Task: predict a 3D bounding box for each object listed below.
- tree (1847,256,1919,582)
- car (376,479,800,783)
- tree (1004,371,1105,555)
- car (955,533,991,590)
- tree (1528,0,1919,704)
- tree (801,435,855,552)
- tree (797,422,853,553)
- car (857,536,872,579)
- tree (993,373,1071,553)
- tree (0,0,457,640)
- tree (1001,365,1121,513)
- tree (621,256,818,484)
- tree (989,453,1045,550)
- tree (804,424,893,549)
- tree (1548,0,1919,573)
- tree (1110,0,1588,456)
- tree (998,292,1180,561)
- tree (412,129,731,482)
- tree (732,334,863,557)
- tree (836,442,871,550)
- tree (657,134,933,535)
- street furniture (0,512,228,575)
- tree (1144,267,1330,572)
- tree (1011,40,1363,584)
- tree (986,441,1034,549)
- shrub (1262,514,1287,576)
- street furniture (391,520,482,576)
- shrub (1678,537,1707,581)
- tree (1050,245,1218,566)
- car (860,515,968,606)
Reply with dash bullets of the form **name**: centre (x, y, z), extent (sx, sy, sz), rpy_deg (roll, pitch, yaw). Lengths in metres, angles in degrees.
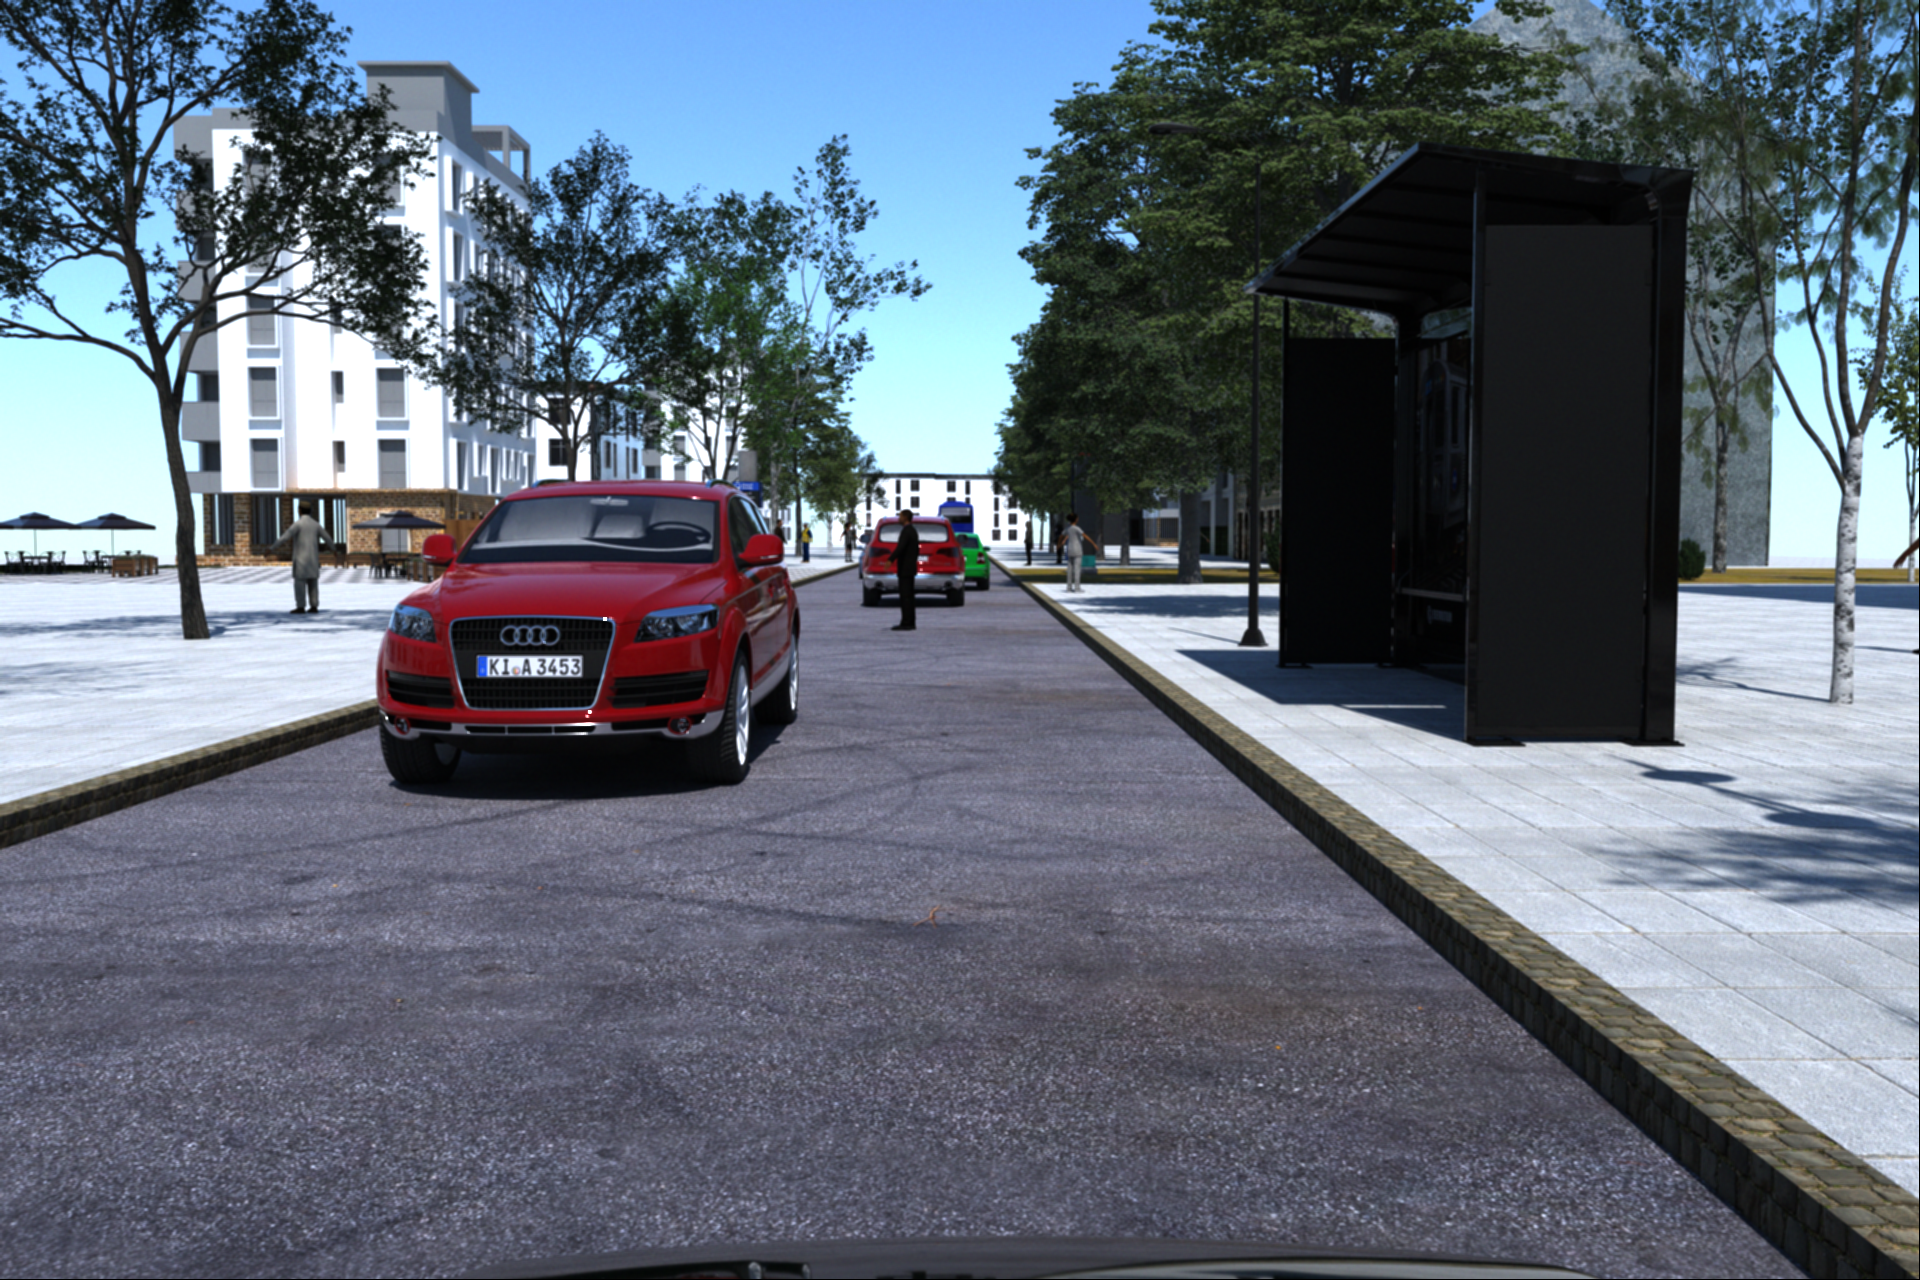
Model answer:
- **tree**: centre (25.545, -5.841, 45.861), extent (4.737, 8.622, 4.395), rpy_deg (0, 3, 0)
- **car**: centre (-2.255, -0.182, 11.642), extent (2.281, 1.827, 5.304), rpy_deg (0, 3, 0)
- **tree**: centre (6.371, -11.450, 105.339), extent (7.486, 12.596, 7.792), rpy_deg (0, 3, 0)
- **car**: centre (-0.153, -2.245, 45.499), extent (1.959, 1.807, 4.718), rpy_deg (0, 4, -1)
- **tree**: centre (6.685, -3.810, 12.655), extent (4.360, 8.622, 3.978), rpy_deg (0, 3, 0)
- **tree**: centre (-9.071, -10.443, 121.099), extent (4.737, 8.622, 4.395), rpy_deg (0, 3, 0)
- **tree**: centre (-8.606, -10.005, 113.952), extent (4.360, 8.622, 3.978), rpy_deg (0, 3, 0)
- **car**: centre (-2.359, -2.746, 56.905), extent (2.014, 1.417, 4.499), rpy_deg (0, 3, 0)
- **tree**: centre (5.686, -12.041, 115.002), extent (7.486, 12.596, 7.792), rpy_deg (0, 3, 0)
- **tree**: centre (-9.662, -5.296, 21.003), extent (7.601, 10.594, 8.767), rpy_deg (1, 4, 19)
- **tree**: centre (5.934, -10.813, 94.926), extent (7.486, 12.596, 7.792), rpy_deg (0, 3, 0)
- **tree**: centre (-9.139, -8.547, 65.499), extent (9.928, 11.665, 9.643), rpy_deg (0, 3, 0)
- **tree**: centre (6.410, -12.392, 137.014), extent (8.767, 10.594, 7.601), rpy_deg (0, 4, 1)
- **tree**: centre (-9.033, -12.821, 144.030), extent (7.601, 10.594, 8.767), rpy_deg (2, 4, 25)
- **tree**: centre (23.729, -12.307, 57.111), extent (12.611, 20.169, 13.585), rpy_deg (0, 3, 0)
- **tree**: centre (5.623, -6.616, 26.304), extent (7.486, 12.596, 7.792), rpy_deg (0, 3, 0)
- **tree**: centre (6.664, -10.717, 81.884), extent (9.857, 13.997, 8.962), rpy_deg (0, 3, 0)
- **tree**: centre (-8.600, -6.411, 39.235), extent (7.601, 10.594, 8.767), rpy_deg (-3, 4, -38)
- **tree**: centre (-9.585, -11.034, 98.536), extent (7.486, 12.596, 7.792), rpy_deg (0, 3, 0)
- **tree**: centre (-8.953, -11.289, 134.930), extent (4.737, 8.622, 4.395), rpy_deg (0, 3, 0)
- **tree**: centre (-8.088, -13.858, 82.475), extent (12.611, 20.169, 13.585), rpy_deg (0, 3, 0)
- **street furniture**: centre (-33.448, -2.876, 52.048), extent (14.083, 1.986, 27.439), rpy_deg (0, 4, 1)
- **tree**: centre (9.996, -8.142, 58.872), extent (9.928, 11.665, 9.643), rpy_deg (0, 3, 0)
- **tree**: centre (5.823, -8.409, 44.137), extent (9.857, 13.997, 8.962), rpy_deg (0, 3, 0)
- **tree**: centre (6.140, -12.913, 145.545), extent (8.767, 10.594, 7.601), rpy_deg (1, 4, 9)
- **shrub**: centre (10.070, -2.972, 52.639), extent (1.661, 2.075, 1.752), rpy_deg (0, 3, 0)
- **street furniture**: centre (-14.657, -3.074, 57.117), extent (11.010, 1.723, 9.812), rpy_deg (0, 4, -2)
- **shrub**: centre (20.082, -2.242, 47.769), extent (1.383, 1.207, 1.383), rpy_deg (0, 3, 0)
- **tree**: centre (6.900, -9.205, 68.626), extent (7.486, 12.596, 7.792), rpy_deg (0, 3, 0)
- **car**: centre (-0.957, -1.666, 35.907), extent (2.281, 1.827, 5.304), rpy_deg (0, 4, -1)
